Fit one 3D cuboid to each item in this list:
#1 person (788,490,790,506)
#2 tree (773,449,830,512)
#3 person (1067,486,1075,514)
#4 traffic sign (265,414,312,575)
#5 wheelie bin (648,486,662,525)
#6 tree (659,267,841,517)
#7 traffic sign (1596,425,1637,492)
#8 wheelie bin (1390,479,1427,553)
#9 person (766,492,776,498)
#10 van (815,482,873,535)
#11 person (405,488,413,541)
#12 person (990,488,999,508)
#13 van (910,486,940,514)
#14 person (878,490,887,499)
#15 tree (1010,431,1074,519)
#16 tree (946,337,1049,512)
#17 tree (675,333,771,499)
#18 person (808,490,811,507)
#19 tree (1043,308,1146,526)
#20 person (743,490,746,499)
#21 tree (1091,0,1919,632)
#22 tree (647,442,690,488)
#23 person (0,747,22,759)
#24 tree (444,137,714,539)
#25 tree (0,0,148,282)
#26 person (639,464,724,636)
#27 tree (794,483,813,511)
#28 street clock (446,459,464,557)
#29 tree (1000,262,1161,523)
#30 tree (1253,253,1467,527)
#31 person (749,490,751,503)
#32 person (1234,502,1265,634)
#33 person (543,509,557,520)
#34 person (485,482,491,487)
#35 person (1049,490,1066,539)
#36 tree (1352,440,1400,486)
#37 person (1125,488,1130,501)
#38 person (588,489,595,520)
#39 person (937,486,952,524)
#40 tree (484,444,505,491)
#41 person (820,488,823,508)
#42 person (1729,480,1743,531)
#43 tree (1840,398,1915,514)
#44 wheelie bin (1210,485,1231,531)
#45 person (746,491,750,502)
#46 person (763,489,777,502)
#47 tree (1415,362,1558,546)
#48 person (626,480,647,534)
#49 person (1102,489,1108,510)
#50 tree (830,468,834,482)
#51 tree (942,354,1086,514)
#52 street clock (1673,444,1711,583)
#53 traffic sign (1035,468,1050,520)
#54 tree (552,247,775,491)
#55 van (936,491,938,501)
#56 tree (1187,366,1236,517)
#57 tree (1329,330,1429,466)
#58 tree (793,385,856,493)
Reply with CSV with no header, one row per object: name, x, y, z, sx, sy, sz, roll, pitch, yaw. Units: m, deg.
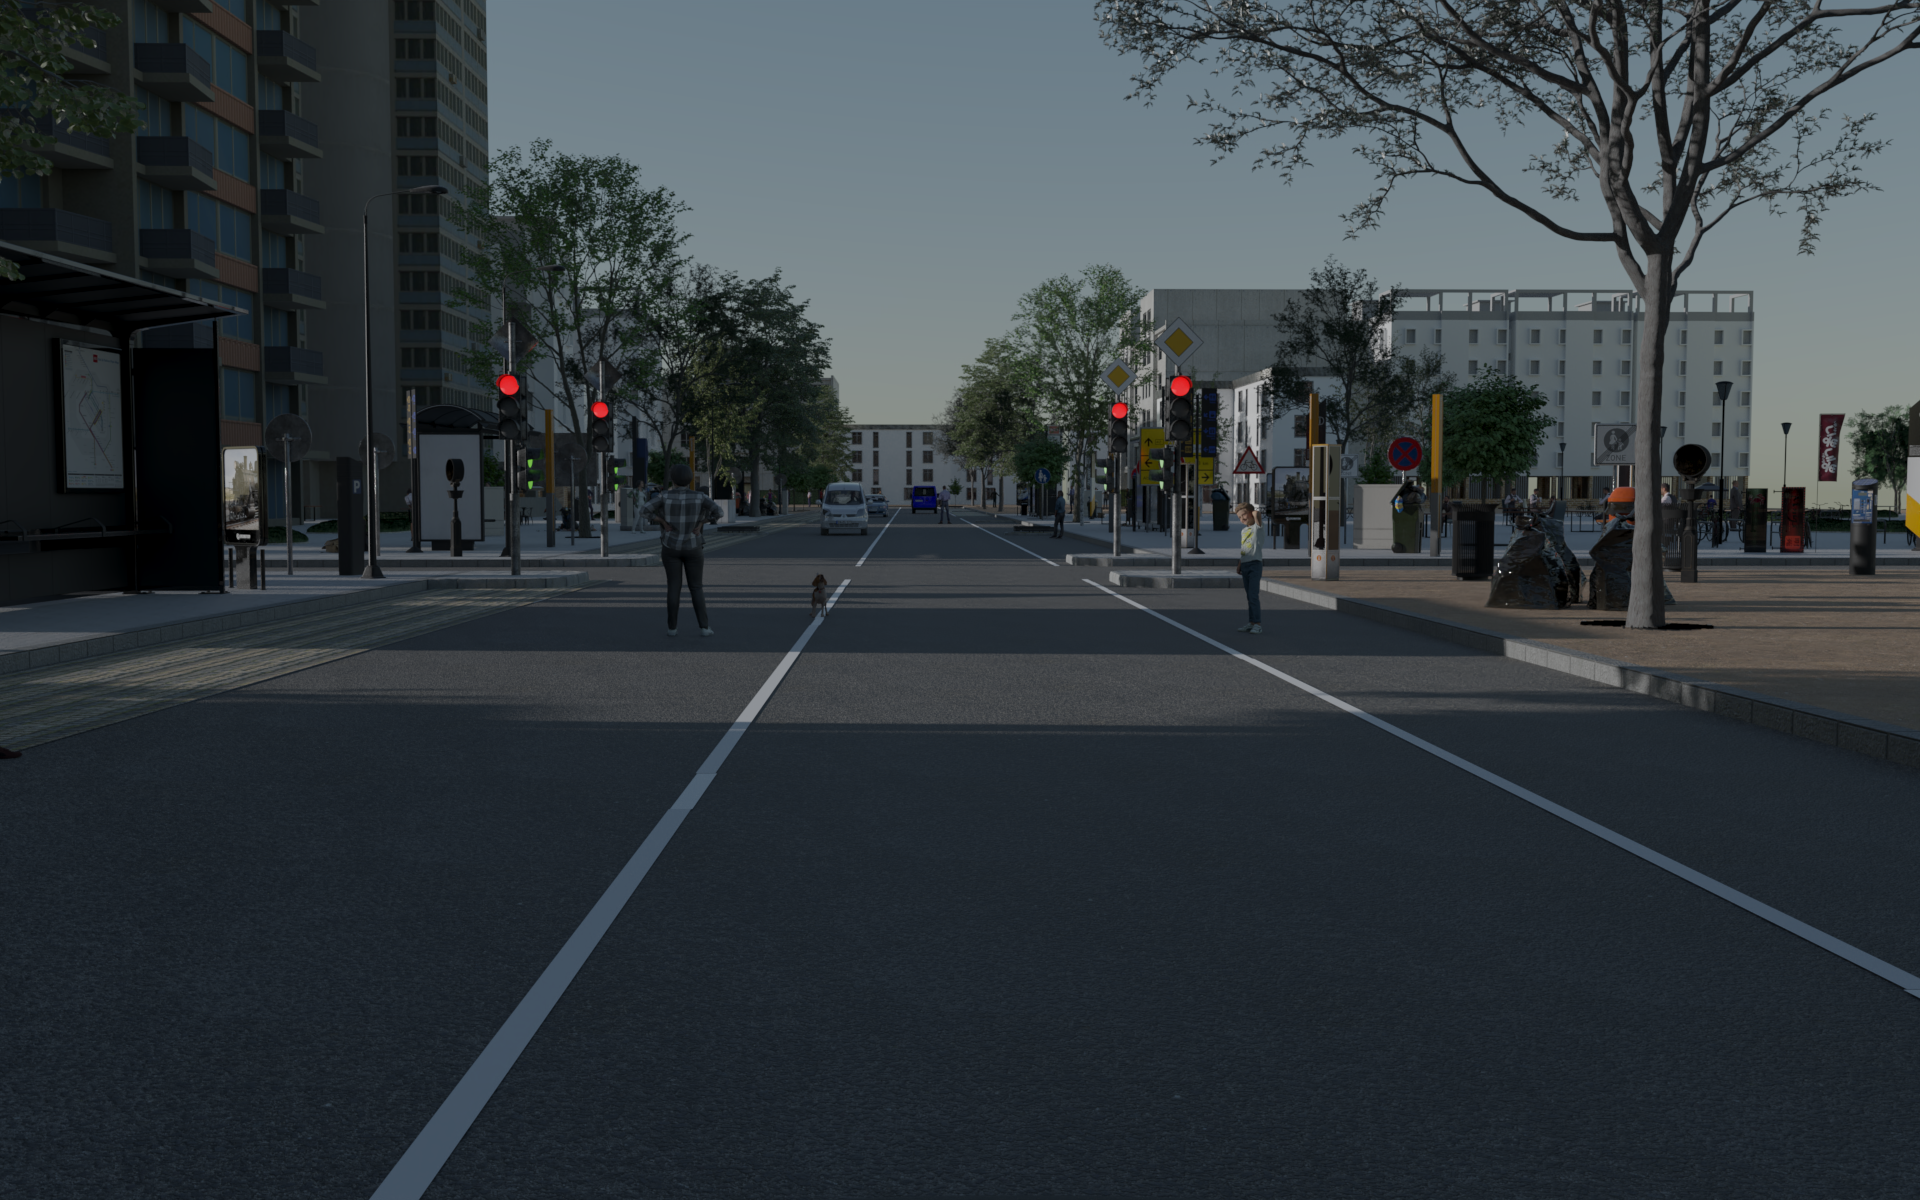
person,-18.466,-10.912,184.902,0.683,1.767,0.568,-1,4,-17
tree,-12.187,-8.779,127.251,4.285,4.588,4.351,0,3,0
person,7.080,-6.407,110.662,0.599,1.838,0.709,-3,5,-41
traffic sign,-10.636,-1.671,27.431,0.768,2.556,0.104,0,4,4
wheelie bin,-12.578,-3.915,71.912,0.693,1.594,0.980,-2,4,-30
tree,-11.568,-11.603,96.370,9.857,13.997,8.962,0,3,0
traffic sign,9.499,-1.408,25.153,0.606,2.300,0.079,0,4,3
wheelie bin,9.750,-1.817,37.623,0.693,1.594,0.980,2,4,25
person,-19.169,-10.330,174.919,1.348,1.826,0.705,-2,4,-34
van,-4.095,-3.324,61.365,2.013,2.044,4.112,0,4,-3
person,-14.902,-2.330,47.329,0.799,1.438,0.628,1,4,21
person,3.331,-9.717,164.941,1.348,1.821,0.705,3,5,42
van,-2.601,-7.539,127.652,2.240,2.365,5.245,0,4,-1
person,-8.111,-10.305,176.993,1.348,1.823,0.705,-2,4,-33
tree,4.188,-6.396,88.296,4.285,4.588,4.351,0,3,0
tree,2.854,-12.716,126.039,7.486,12.596,7.792,0,3,0
tree,-10.943,-7.775,77.485,4.737,8.622,4.395,0,3,0
person,-15.029,-10.112,172.316,0.436,1.711,0.756,1,4,9
tree,5.111,-7.293,69.599,4.737,8.622,4.395,0,3,0
person,-21.999,-10.348,176.145,0.541,1.710,0.530,-2,4,-30
tree,6.649,-6.487,16.428,12.009,13.543,11.850,0,3,0
tree,-18.382,-7.610,108.143,4.285,4.588,4.351,0,3,0
person,-5.227,0.198,9.174,0.340,1.345,0.435,-1,4,-14
tree,-10.963,-7.617,50.294,9.928,11.665,9.643,0,3,0
tree,-9.028,-5.692,11.197,7.486,12.596,7.792,0,3,0
person,-2.798,-0.506,17.494,0.841,1.734,0.376,0,4,-5
tree,-12.055,-8.562,134.583,1.663,3.219,1.824,0,3,0
street clock,-10.310,-1.886,35.401,0.358,2.002,0.471,-3,4,-37
tree,5.390,-9.271,77.338,9.928,11.665,9.643,0,3,0
tree,14.783,-8.167,67.948,7.601,10.594,8.767,-2,4,-28
person,-22.193,-10.839,183.934,0.551,1.740,0.621,3,4,38
person,3.012,-0.339,17.958,0.340,1.345,0.435,-2,4,-35
person,-20.294,-4.355,85.530,0.859,0.850,0.655,0,4,1
person,-17.642,-3.557,64.917,0.841,1.734,0.376,2,4,33
person,3.168,-2.738,55.474,0.499,1.552,0.429,-2,4,-27
tree,14.827,-4.106,61.729,1.663,3.219,1.824,0,3,0
person,15.297,-9.307,158.230,0.705,1.821,1.348,0,4,-7
person,-17.978,-4.727,83.784,0.683,1.767,0.568,-2,4,-32
person,-0.757,-4.549,82.746,0.709,1.838,0.599,-1,4,-14
tree,-18.227,-4.455,67.441,1.663,3.219,1.824,0,3,0
person,-13.145,-9.701,164.595,0.705,1.831,1.348,-1,4,-9
person,26.620,-3.229,59.397,0.434,1.755,0.990,1,4,16
tree,58.212,-8.478,101.525,11.467,7.101,20.602,-1,4,-12
wheelie bin,9.118,-3.221,60.570,0.693,1.594,0.980,1,4,12
person,-23.375,-11.137,191.311,0.721,1.743,1.217,3,4,38
person,-16.222,-8.628,147.785,1.217,1.739,0.721,1,4,9
tree,13.157,-3.633,43.107,4.285,4.588,4.351,0,3,0
person,-10.471,-3.040,56.474,0.376,1.734,0.841,3,5,43
person,12.060,-8.372,143.642,1.217,1.735,0.721,0,4,1
tree,-13.791,-11.368,169.574,4.285,4.588,4.351,0,3,0
tree,4.230,-10.758,110.307,7.601,10.594,8.767,3,5,39
street clock,10.557,-1.251,25.017,0.471,2.002,0.358,3,4,38
traffic sign,4.038,-5.181,84.809,0.768,2.556,0.104,0,3,0
tree,-11.248,-8.015,65.453,8.767,10.594,7.601,0,4,-7
van,-3.032,-9.338,157.055,2.240,2.365,5.245,0,4,-2
tree,13.671,-9.031,98.016,4.737,8.622,4.395,0,3,0
tree,18.383,-7.713,76.471,4.360,8.622,3.978,0,3,0
tree,-14.430,-16.030,180.224,7.486,12.596,7.792,0,3,0
